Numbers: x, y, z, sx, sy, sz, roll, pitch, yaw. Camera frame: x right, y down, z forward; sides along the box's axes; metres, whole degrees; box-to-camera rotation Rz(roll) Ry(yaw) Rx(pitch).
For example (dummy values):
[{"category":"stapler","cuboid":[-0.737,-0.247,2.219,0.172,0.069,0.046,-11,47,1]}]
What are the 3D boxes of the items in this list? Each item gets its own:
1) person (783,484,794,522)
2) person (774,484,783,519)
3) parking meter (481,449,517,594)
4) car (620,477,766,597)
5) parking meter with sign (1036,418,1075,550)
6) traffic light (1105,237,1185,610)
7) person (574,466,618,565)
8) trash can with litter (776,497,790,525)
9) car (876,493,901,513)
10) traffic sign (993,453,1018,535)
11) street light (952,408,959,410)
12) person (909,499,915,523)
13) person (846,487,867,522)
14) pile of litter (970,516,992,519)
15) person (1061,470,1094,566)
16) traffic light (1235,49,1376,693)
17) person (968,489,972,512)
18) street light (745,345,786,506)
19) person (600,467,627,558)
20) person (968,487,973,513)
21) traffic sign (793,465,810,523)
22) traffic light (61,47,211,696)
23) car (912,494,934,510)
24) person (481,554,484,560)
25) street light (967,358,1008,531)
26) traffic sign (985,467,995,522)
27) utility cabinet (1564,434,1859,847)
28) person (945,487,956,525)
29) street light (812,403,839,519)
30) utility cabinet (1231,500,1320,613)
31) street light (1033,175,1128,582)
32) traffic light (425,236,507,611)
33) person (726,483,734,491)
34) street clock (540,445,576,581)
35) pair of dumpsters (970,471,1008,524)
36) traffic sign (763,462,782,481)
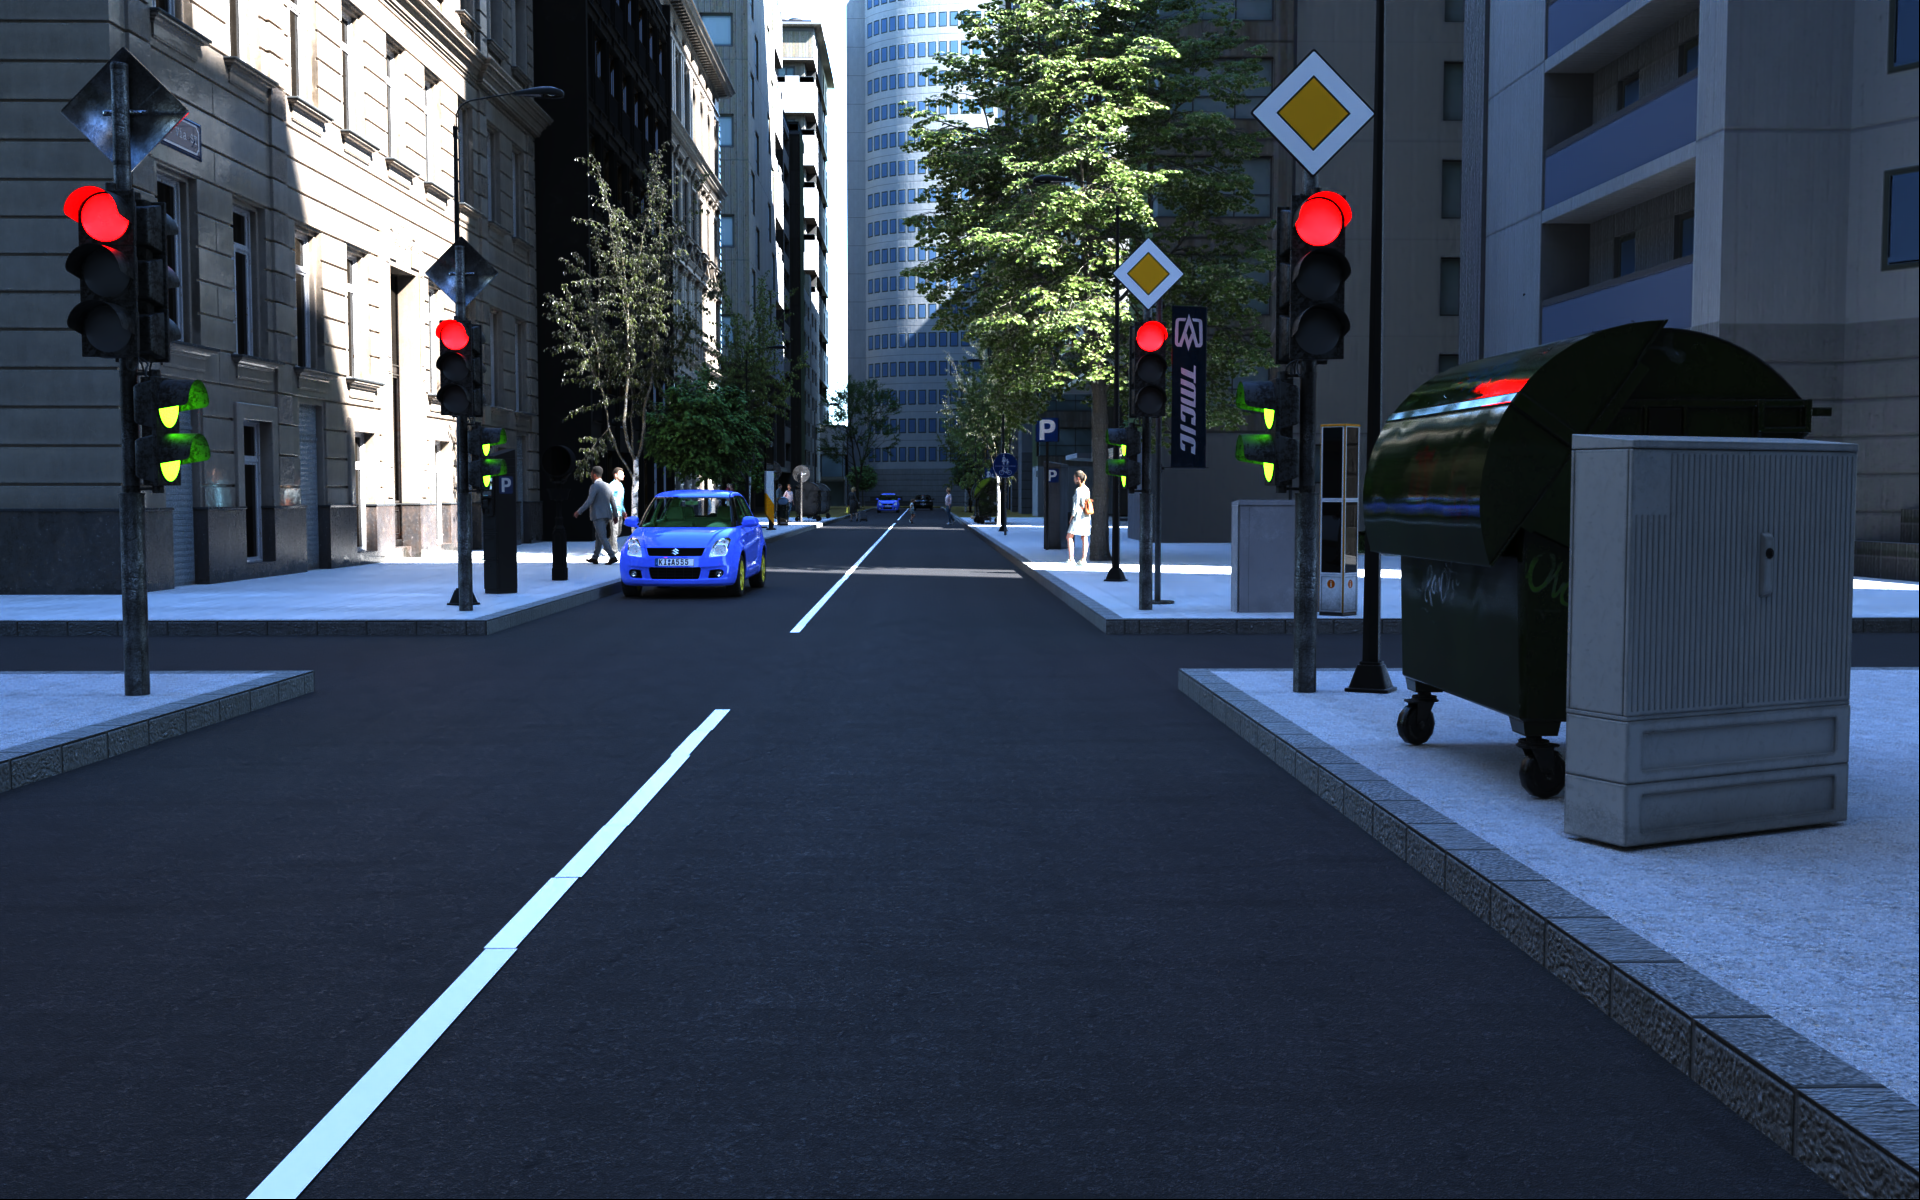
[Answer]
[{"category":"person","cuboid":[-8.057,-4.473,79.852,0.598,1.740,0.731,2,4,33]},{"category":"person","cuboid":[-9.226,-5.063,88.924,0.767,1.812,0.694,0,4,3]},{"category":"parking meter","cuboid":[-5.946,-1.017,22.345,0.255,1.863,0.399,3,4,36]},{"category":"car","cuboid":[-3.857,-0.963,25.328,1.945,1.707,3.694,0,4,1]},{"category":"parking meter with sign","cuboid":[2.270,-2.704,40.467,0.543,3.016,1.738,1,4,19]},{"category":"traffic light","cuboid":[2.042,-1.847,19.114,0.839,4.253,0.868,0,4,-1]},{"category":"person","cuboid":[-6.550,-1.542,31.525,0.850,1.792,0.678,2,4,27]},{"category":"trash can with litter","cuboid":[-7.209,-3.652,71.092,0.624,1.170,1.055,-1,4,-14]},{"category":"car","cuboid":[-5.520,-7.579,133.504,1.945,1.707,3.694,0,4,-1]},{"category":"traffic sign","cuboid":[1.411,-3.286,53.831,0.768,2.556,0.104,0,4,4]},{"category":"street light","cuboid":[0.296,-7.402,93.570,1.470,5.913,1.316,0,4,-1]},{"category":"person","cuboid":[-2.399,-4.356,84.729,0.382,1.210,0.505,-1,4,-17]},{"category":"person","cuboid":[-5.442,-5.018,90.753,0.699,1.804,1.509,-2,4,-25]},{"category":"pile of litter","cuboid":[1.081,-4.553,88.413,1.176,0.858,1.719,1,4,9]},{"category":"person","cuboid":[2.133,-1.451,30.768,0.522,1.701,0.512,2,4,29]},{"category":"traffic light","cuboid":[2.218,-1.358,11.131,0.839,4.253,0.868,0,4,-1]},{"category":"person","cuboid":[0.801,-6.958,120.602,0.721,1.735,1.217,-1,4,-9]},{"category":"street light","cuboid":[-6.113,-4.989,54.116,1.470,5.913,1.316,0,4,-1]},{"category":"person","cuboid":[-7.023,-1.775,35.090,0.620,1.820,0.660,0,4,5]},{"category":"person","cuboid":[0.832,-6.897,119.328,0.721,1.766,1.217,0,4,-1]},{"category":"traffic sign","cuboid":[-6.954,-4.638,75.945,0.768,2.556,0.104,0,3,0]},{"category":"traffic light","cuboid":[-5.241,-1.347,10.951,0.839,4.253,0.868,0,4,-1]},{"category":"car","cuboid":[-3.262,-8.767,153.126,2.009,1.686,4.222,0,4,-1]},{"category":"person","cuboid":[-8.972,-1.616,33.472,0.512,1.701,0.522,-2,4,-26]},{"category":"street light","cuboid":[0.946,-5.314,59.430,1.470,5.913,1.316,0,4,-1]},{"category":"traffic sign","cuboid":[1.415,-4.924,80.611,0.768,2.556,0.104,0,4,0]},{"category":"utility cabinet","cuboid":[2.843,0.132,6.519,1.173,1.500,0.318,-2,4,-26]},{"category":"person","cuboid":[-0.452,-4.421,81.458,0.598,1.740,0.731,-2,4,-28]},{"category":"street light","cuboid":[-6.851,-7.079,88.275,1.470,5.913,1.316,0,4,-1]},{"category":"utility cabinet","cuboid":[3.485,-0.472,18.883,1.020,1.237,0.306,0,4,-7]},{"category":"street light","cuboid":[1.756,-3.231,25.367,1.470,5.913,1.316,0,4,-1]},{"category":"traffic light","cuboid":[-5.417,-1.836,18.935,0.839,4.253,0.868,0,4,-1]},{"category":"person","cuboid":[-11.751,-5.043,88.476,0.580,1.828,0.573,3,4,37]},{"category":"street clock","cuboid":[-5.956,-1.294,25.725,0.471,2.002,0.358,0,4,5]},{"category":"pair of dumpsters","cuboid":[1.308,-4.507,76.190,1.574,2.255,4.437,0,4,-1]},{"category":"traffic sign","cuboid":[-7.268,-4.085,66.899,0.768,2.556,0.104,0,3,0]}]
